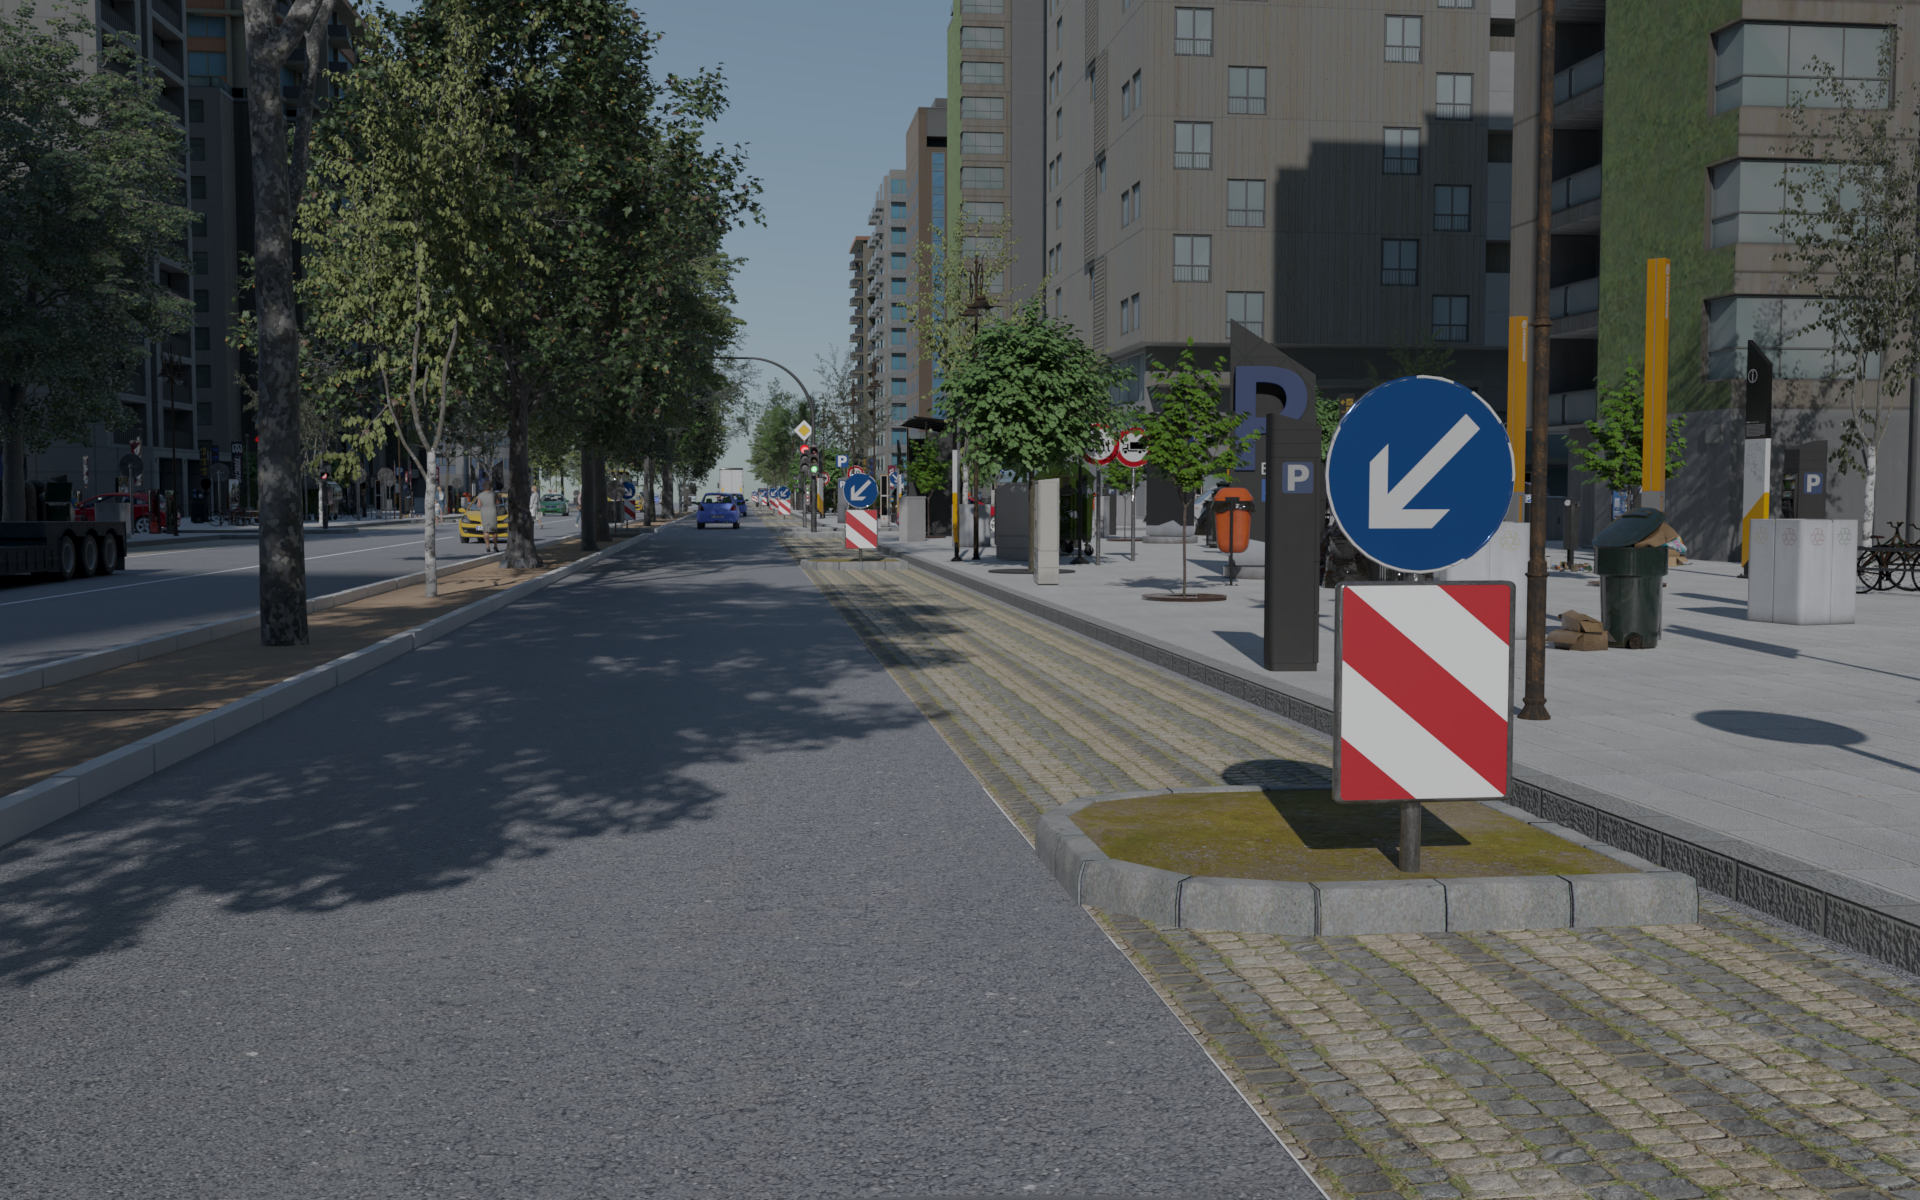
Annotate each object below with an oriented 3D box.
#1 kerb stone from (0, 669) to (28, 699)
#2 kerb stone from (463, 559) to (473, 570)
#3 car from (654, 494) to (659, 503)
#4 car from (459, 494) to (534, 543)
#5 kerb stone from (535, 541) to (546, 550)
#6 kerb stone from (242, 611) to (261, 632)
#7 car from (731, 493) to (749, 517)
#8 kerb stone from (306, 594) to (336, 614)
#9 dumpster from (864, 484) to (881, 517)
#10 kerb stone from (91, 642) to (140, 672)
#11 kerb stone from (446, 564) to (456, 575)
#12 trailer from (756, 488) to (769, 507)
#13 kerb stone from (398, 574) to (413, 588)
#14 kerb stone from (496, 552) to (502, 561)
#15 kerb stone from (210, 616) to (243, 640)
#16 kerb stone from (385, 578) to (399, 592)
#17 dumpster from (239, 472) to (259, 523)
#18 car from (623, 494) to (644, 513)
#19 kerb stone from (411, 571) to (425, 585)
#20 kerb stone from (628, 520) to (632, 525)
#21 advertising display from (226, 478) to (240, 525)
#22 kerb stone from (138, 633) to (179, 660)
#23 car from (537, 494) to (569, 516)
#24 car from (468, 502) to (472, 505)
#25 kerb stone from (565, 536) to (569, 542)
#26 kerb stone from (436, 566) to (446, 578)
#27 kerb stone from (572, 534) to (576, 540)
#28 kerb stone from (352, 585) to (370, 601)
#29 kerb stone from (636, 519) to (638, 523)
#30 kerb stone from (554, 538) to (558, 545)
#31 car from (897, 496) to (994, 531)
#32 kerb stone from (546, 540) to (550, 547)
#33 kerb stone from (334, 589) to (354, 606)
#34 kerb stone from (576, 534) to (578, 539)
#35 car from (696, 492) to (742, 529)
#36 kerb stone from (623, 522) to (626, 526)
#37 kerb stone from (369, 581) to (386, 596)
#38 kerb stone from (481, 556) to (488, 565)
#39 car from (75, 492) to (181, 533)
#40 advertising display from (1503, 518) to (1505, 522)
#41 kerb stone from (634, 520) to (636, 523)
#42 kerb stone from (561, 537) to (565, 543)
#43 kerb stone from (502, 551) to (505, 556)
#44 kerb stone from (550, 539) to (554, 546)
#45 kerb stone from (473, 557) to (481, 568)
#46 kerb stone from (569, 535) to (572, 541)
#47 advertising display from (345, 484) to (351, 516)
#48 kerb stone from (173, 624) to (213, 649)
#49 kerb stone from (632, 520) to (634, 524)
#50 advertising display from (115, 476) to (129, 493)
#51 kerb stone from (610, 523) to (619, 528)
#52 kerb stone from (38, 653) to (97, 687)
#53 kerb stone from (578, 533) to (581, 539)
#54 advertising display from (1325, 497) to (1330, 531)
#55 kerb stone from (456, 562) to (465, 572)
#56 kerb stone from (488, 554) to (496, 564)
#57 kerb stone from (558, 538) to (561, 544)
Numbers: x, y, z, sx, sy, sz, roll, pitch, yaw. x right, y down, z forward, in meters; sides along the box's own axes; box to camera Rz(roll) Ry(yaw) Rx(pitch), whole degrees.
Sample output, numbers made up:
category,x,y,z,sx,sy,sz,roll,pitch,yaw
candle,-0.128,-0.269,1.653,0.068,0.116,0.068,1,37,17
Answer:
category,x,y,z,sx,sy,sz,roll,pitch,yaw
kerb stone,-6.746,0.610,12.228,0.120,0.150,1.000,0,4,-7
kerb stone,-9.339,-0.635,32.576,0.120,0.150,1.000,0,4,-7
car,-45.642,-15.265,259.173,1.945,1.707,3.694,0,4,-8
car,-13.806,-2.534,51.662,2.015,1.641,3.980,0,4,-5
kerb stone,-10.894,-1.381,44.770,0.120,0.150,1.000,0,4,-7
kerb stone,-7.522,0.244,18.318,0.120,0.150,1.000,0,4,-7
car,-14.551,-6.221,111.309,1.945,1.707,3.694,0,4,-6
kerb stone,-7.911,0.050,21.374,0.120,0.150,1.000,0,4,-7
dumpster,-5.040,-5.670,95.202,1.502,2.255,1.985,0,4,-7
kerb stone,-7.006,0.486,14.259,0.120,0.150,1.000,0,4,-7
kerb stone,-9.083,-0.510,30.540,0.120,0.150,1.000,0,4,-7
trailer,-19.202,-9.899,168.898,1.471,1.999,3.904,-1,4,-8
kerb stone,-8.557,-0.260,26.462,0.120,0.150,1.000,0,4,-7
kerb stone,-9.863,-0.883,36.634,0.120,0.150,1.000,0,4,-7
kerb stone,-7.391,0.299,17.304,0.120,0.150,1.000,0,4,-7
kerb stone,-8.440,-0.198,25.445,0.120,0.150,1.000,0,4,-7
dumpster,-31.574,-4.556,76.978,1.502,2.255,1.985,0,4,-7
car,-25.472,-7.628,134.939,2.015,1.641,3.980,0,4,-6
kerb stone,-8.686,-0.324,27.488,0.120,0.150,1.000,0,4,-7
kerb stone,-15.500,-3.580,80.830,0.120,0.150,1.000,0,4,-7
advertising display,-29.967,-4.048,71.400,0.123,1.923,0.974,0,4,2
kerb stone,-7.133,0.427,15.273,0.120,0.150,1.000,0,4,-7
car,-26.451,-6.167,112.622,2.131,1.459,4.920,-1,4,-9
car,-23.062,-4.471,85.095,2.014,1.417,4.499,0,4,-6
kerb stone,-11.676,-1.742,50.861,0.120,0.150,1.000,0,4,-7
kerb stone,-8.955,-0.448,29.526,0.120,0.150,1.000,0,4,-7
kerb stone,-11.927,-1.877,52.892,0.120,0.150,1.000,0,4,-7
kerb stone,-8.176,-0.074,23.407,0.120,0.150,1.000,0,4,-7
kerb stone,-16.019,-3.835,84.892,0.120,0.150,1.000,0,4,-7
kerb stone,-11.291,-1.567,47.815,0.120,0.150,1.000,0,4,-7
car,-0.058,-3.302,63.020,4.494,1.783,2.155,0,4,-8
kerb stone,-11.033,-1.442,45.785,0.120,0.150,1.000,0,4,-7
kerb stone,-8.037,-0.008,22.391,0.120,0.150,1.000,0,4,-7
kerb stone,-12.066,-1.940,53.907,0.120,0.150,1.000,0,4,-7
car,-10.019,-3.812,71.913,1.945,1.707,3.694,0,4,-6
kerb stone,-14.979,-3.335,76.762,0.120,0.150,1.000,0,4,-7
kerb stone,-8.301,-0.136,24.427,0.120,0.150,1.000,0,4,-7
kerb stone,-9.610,-0.754,34.602,0.120,0.150,1.000,0,4,-7
car,-29.530,-3.125,60.128,4.494,1.783,2.155,0,4,-7
advertising display,10.948,-1.789,34.460,0.123,1.923,0.974,0,4,8
kerb stone,-15.888,-3.772,83.871,0.120,0.150,1.000,0,4,-7
kerb stone,-11.548,-1.689,49.846,0.120,0.150,1.000,0,4,-7
kerb stone,-9.989,-0.945,37.654,0.120,0.150,1.000,0,4,-7
kerb stone,-11.153,-1.505,46.802,0.120,0.150,1.000,0,4,-7
kerb stone,-9.471,-0.697,33.589,0.120,0.150,1.000,0,4,-7
kerb stone,-11.808,-1.815,51.877,0.120,0.150,1.000,0,4,-7
advertising display,-35.889,-5.893,101.567,0.123,1.923,0.974,-1,4,-10
kerb stone,-7.261,0.362,16.288,0.120,0.150,1.000,0,4,-7
kerb stone,-15.629,-3.648,81.844,0.120,0.150,1.000,0,4,-7
advertising display,-30.649,-3.558,63.391,0.123,1.923,0.974,0,4,-5
kerb stone,-14.334,-3.022,71.688,0.120,0.150,1.000,0,4,-7
kerb stone,-6.871,0.548,13.243,0.120,0.150,1.000,0,4,-7
kerb stone,-12.192,-2.000,54.922,0.120,0.150,1.000,0,4,-7
advertising display,8.953,-2.309,42.968,0.974,1.923,0.123,0,4,-7
kerb stone,-9.213,-0.569,31.554,0.120,0.150,1.000,0,4,-7
kerb stone,-9.735,-0.821,35.617,0.120,0.150,1.000,0,4,-7
kerb stone,-11.421,-1.628,48.829,0.120,0.150,1.000,0,4,-7
